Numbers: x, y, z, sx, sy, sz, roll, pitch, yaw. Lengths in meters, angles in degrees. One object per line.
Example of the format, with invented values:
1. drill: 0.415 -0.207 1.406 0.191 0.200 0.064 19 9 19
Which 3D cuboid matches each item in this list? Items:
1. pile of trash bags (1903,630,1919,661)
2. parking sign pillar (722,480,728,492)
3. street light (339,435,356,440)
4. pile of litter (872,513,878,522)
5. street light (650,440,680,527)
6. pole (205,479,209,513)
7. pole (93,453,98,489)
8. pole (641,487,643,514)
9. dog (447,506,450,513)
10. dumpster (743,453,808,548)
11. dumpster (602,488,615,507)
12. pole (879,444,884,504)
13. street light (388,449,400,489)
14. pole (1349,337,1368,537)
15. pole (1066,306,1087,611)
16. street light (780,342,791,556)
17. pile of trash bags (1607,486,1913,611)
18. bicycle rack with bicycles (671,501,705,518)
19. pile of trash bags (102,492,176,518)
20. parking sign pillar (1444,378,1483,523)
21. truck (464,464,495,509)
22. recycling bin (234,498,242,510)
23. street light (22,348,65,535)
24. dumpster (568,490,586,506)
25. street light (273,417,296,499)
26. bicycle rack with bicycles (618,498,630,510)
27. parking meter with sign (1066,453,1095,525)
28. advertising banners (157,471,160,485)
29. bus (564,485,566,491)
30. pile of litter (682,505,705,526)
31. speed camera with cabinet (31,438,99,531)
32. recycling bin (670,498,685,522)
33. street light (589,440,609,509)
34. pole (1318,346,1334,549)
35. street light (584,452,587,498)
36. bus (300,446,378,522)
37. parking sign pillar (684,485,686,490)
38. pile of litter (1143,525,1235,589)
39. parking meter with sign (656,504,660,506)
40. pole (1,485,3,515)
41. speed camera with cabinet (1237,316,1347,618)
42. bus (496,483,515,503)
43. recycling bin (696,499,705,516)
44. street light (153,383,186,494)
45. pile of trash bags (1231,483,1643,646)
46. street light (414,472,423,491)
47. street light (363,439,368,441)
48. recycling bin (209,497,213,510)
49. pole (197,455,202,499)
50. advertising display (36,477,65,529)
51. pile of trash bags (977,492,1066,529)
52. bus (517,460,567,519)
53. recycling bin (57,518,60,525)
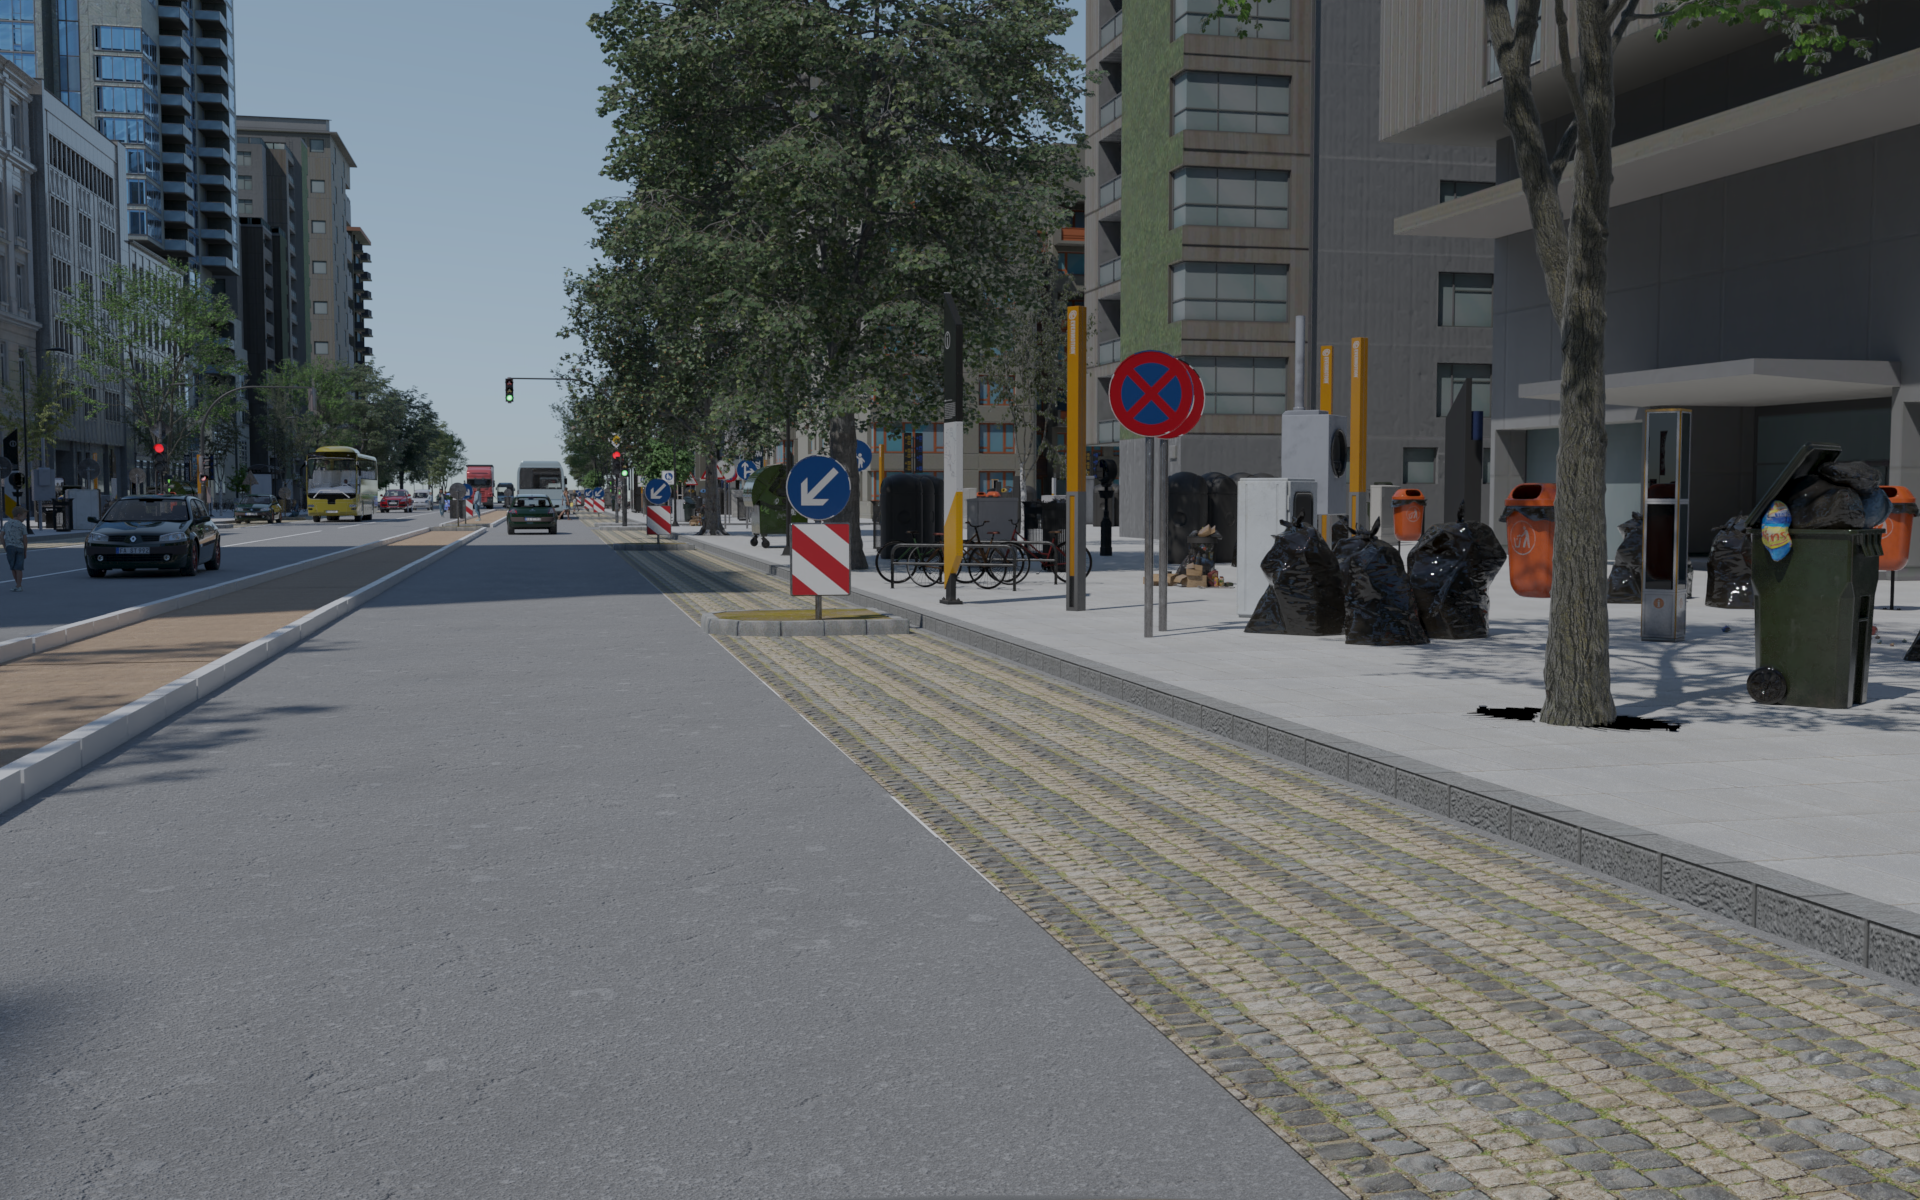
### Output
1. pile of trash bags: 8.415 -0.146 12.139 1.912 1.369 3.447 -1 4 -10
2. parking sign pillar: -20.165 -9.821 149.046 1.447 3.967 1.447 -1 4 -18
3. street light: -48.196 -10.012 136.233 1.470 5.913 1.316 -1 4 -13
4. pile of litter: -3.351 -3.992 79.233 1.176 0.858 1.719 3 5 44
5. street light: -11.771 -5.846 68.125 1.470 5.913 1.316 -1 4 -13
6. pole: -41.137 -6.158 94.519 0.158 3.312 0.155 0 3 0
7. pole: -42.913 -5.637 86.012 0.158 3.312 0.155 0 3 0
8. pole: -20.660 -7.276 112.810 0.158 3.312 0.155 0 3 0
9. dog: -39.111 -6.939 132.738 0.540 0.507 0.406 1 4 10
10. dumpster: -4.359 -2.391 41.589 1.502 2.255 1.985 -1 4 -13
11. dumpster: -29.502 -8.580 146.044 1.264 1.857 1.865 -1 4 -13
12. pole: -3.206 -4.712 70.888 0.158 3.312 0.155 0 3 0
13. street light: -58.283 -12.592 178.415 1.470 5.913 1.316 -1 4 -13
14. pole: 5.216 -1.764 22.690 0.158 3.312 0.155 0 3 0
15. pole: 1.274 -1.534 18.930 0.158 3.312 0.155 0 3 0
16. street light: -4.105 -3.875 35.901 1.470 5.913 1.316 -1 4 -13
17. pile of trash bags: 9.154 -0.624 19.948 1.912 1.369 3.447 -3 5 -44
18. bicycle rack with bicycles: -13.945 -4.703 90.275 2.925 0.926 2.852 -2 4 -26
19. pile of trash bags: -40.456 -4.632 85.482 3.447 1.369 1.912 -2 4 -29
20. parking sign pillar: 11.887 -3.208 40.928 1.447 3.967 1.447 0 4 -5
21. truck: -46.111 -10.861 166.488 2.839 4.237 11.283 -1 4 -14
22. recycling bin: -45.570 -5.954 109.900 0.722 1.027 0.722 -3 5 -45
23. street light: -29.044 -5.038 54.917 1.470 5.913 1.316 -1 4 -13
24. dumpster: -38.863 -10.254 175.864 1.865 1.857 1.264 -1 4 -11
25. street light: -40.610 -8.048 104.119 1.470 5.913 1.316 -1 4 -13
26. bicycle rack with bicycles: -27.311 -7.865 141.980 2.852 0.926 2.925 -2 4 -26
27. parking meter with sign: 5.316 -4.681 72.788 1.738 3.016 0.543 0 4 1
28. advertising banners: -55.353 -7.672 121.626 2.074 3.025 0.090 -1 4 -15
29. bus: -38.509 -10.286 163.029 2.948 3.499 13.247 -1 4 -14
30. pile of litter: -10.356 -3.396 69.487 1.719 0.858 1.176 -1 4 -19
31. speed camera with cabinet: -31.700 -4.098 61.344 2.038 3.252 0.660 -3 4 -36
32. recycling bin: -12.824 -4.102 79.625 0.722 1.027 0.722 0 4 -5
33. street light: -31.053 -10.838 149.735 1.470 5.913 1.316 -1 4 -13
34. pole: 5.060 -1.842 23.952 0.158 3.312 0.155 0 3 0
35. street light: -40.906 -13.407 191.746 1.470 5.913 1.316 -1 4 -13
36. bus: -32.870 -6.163 92.320 2.896 3.916 12.252 -1 4 -14
37. parking sign pillar: -20.465 -8.505 127.533 1.447 3.967 1.447 0 4 -1
38. pile of litter: 3.196 -0.626 24.202 1.176 0.858 1.719 -1 4 -8
39. parking meter with sign: -17.548 -6.440 101.553 0.543 3.016 1.738 0 4 3
40. pole: -32.854 -3.995 59.168 0.158 3.312 0.155 0 3 0
41. speed camera with cabinet: 3.605 -1.486 18.626 0.660 3.252 2.038 2 4 29
42. bus: -71.406 -16.957 272.112 2.948 3.499 13.247 -1 4 -15
43. recycling bin: -14.625 -5.163 96.975 0.722 1.027 0.722 3 5 40
44. street light: -33.027 -6.106 72.377 1.470 5.913 1.316 -1 4 -13
45. pile of trash bags: 4.064 -0.334 15.210 1.912 1.369 3.447 -2 4 -26
46. street light: -65.804 -14.556 210.526 1.470 5.913 1.316 -1 4 -13
47. street light: -50.832 -10.656 146.774 1.470 5.913 1.316 -1 4 -13
48. recycling bin: -58.988 -7.522 135.538 0.722 1.027 0.722 3 5 39
49. pole: -39.295 -5.851 89.511 0.158 3.312 0.155 0 3 0
50. advertising display: -33.847 -3.623 64.453 0.974 1.923 0.123 -2 4 -35
51. pile of trash bags: 2.450 -3.321 64.050 3.447 1.369 1.912 2 4 30
52. bus: -24.733 -6.584 102.513 2.948 3.499 13.247 -1 4 -13
53. recycling bin: -37.470 -3.682 72.748 0.722 1.027 0.722 3 5 40
